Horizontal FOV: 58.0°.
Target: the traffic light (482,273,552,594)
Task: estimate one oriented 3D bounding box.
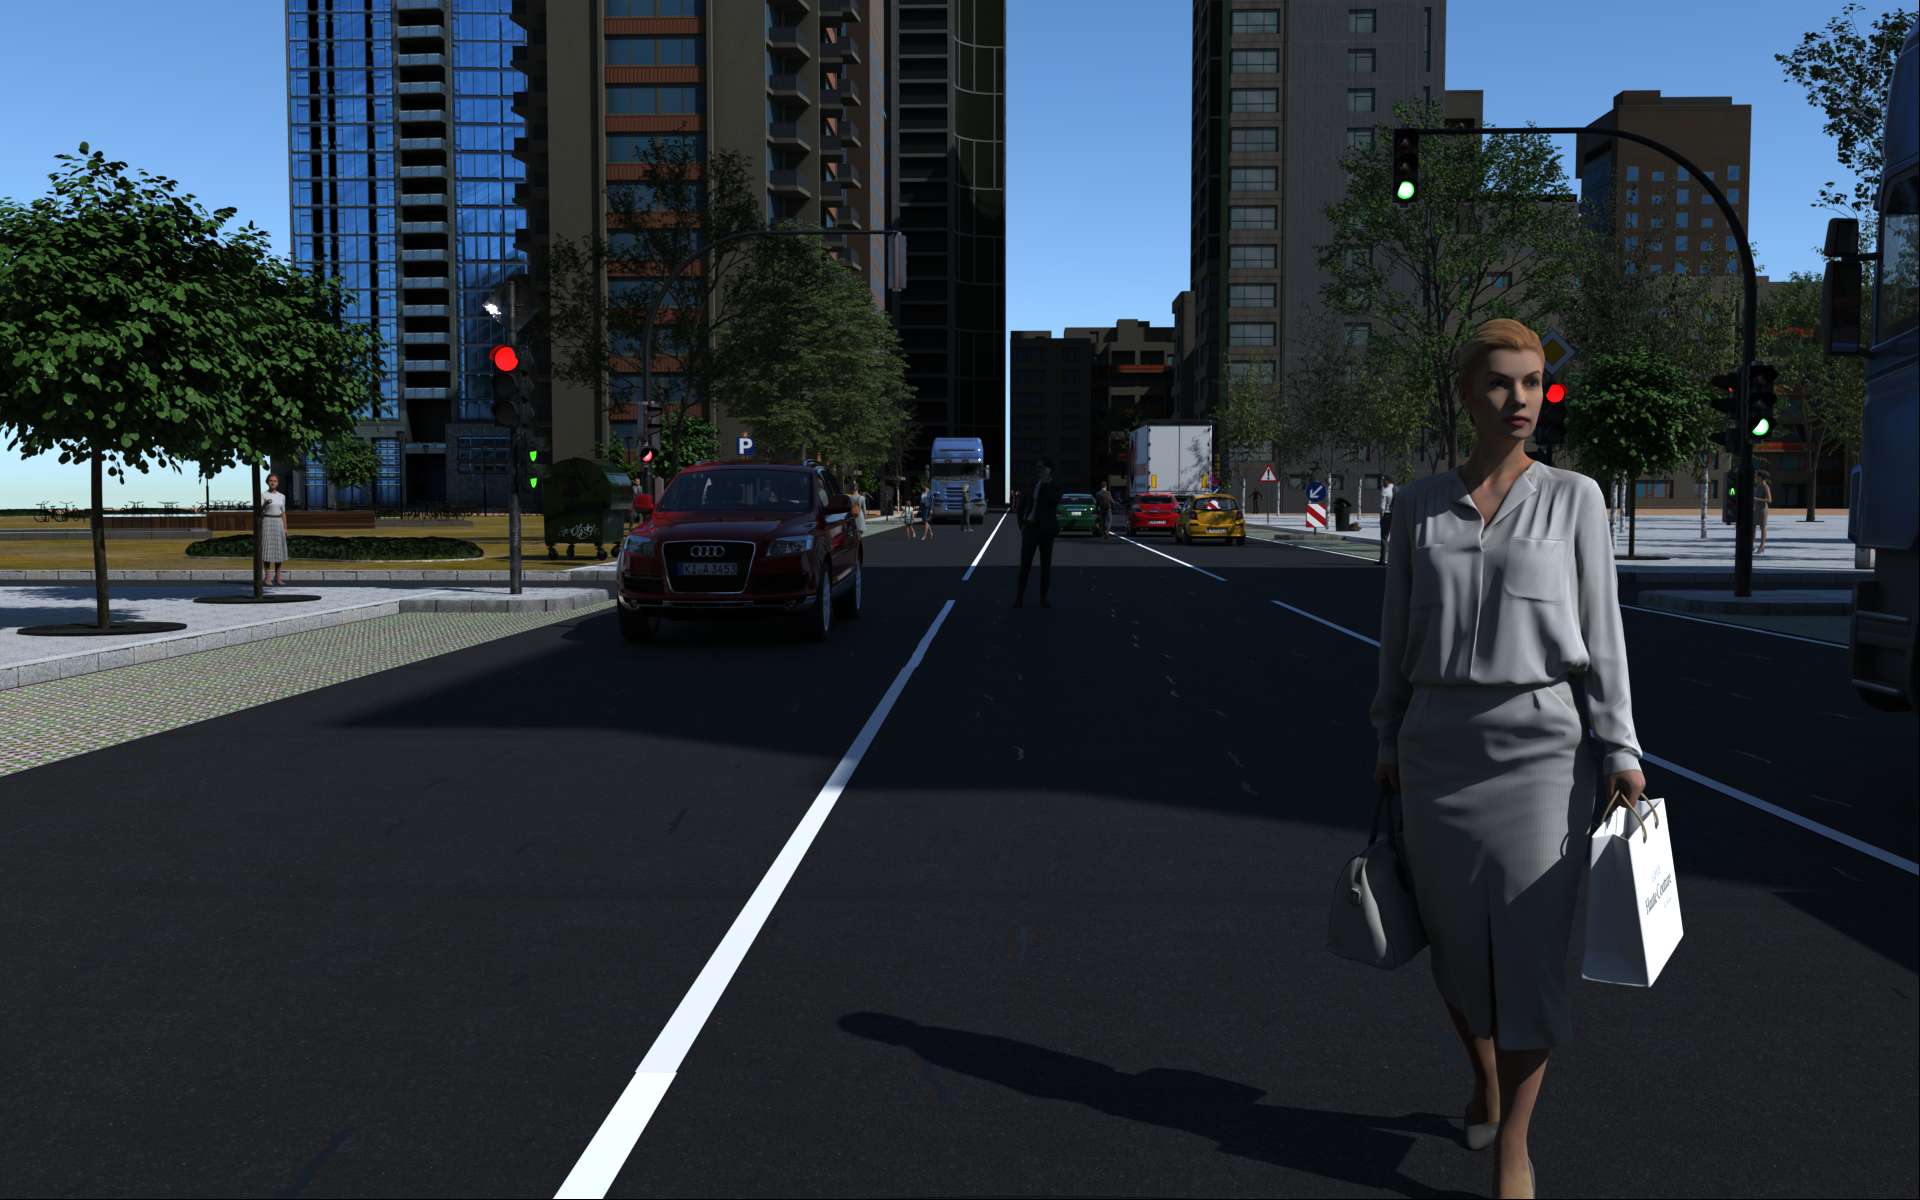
[{"bbox_3d":[-5.677,-2.029,22.095,0.839,4.253,0.868,0,4,2],"label":"traffic light"}]

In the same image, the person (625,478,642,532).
[{"bbox_3d":[-10.600,-3.096,56.765,0.694,1.812,0.767,-2,4,-31],"label":"person"}]

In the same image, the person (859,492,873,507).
[{"bbox_3d":[-6.166,-6.354,110.712,1.217,1.735,0.721,0,4,8],"label":"person"}]

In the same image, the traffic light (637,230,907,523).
[{"bbox_3d":[-3.316,-3.387,30.040,4.771,5.953,1.251,0,4,2],"label":"traffic light"}]

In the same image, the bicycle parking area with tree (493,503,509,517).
[{"bbox_3d":[-29.053,-6.925,100.222,9.016,4.147,8.231,-3,5,-41],"label":"bicycle parking area with tree"}]

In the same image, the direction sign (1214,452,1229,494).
[{"bbox_3d":[14.108,-6.204,93.439,0.876,3.537,0.379,-1,4,-17],"label":"direction sign"}]

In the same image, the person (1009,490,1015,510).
[{"bbox_3d":[4.592,-8.725,151.703,0.434,1.755,0.990,-1,4,-22],"label":"person"}]

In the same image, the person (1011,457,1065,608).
[{"bbox_3d":[0.994,-0.857,21.878,0.648,1.900,0.474,1,4,10],"label":"person"}]

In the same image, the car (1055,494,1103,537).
[{"bbox_3d":[3.886,-2.869,58.706,2.131,1.459,4.920,0,4,2],"label":"car"}]

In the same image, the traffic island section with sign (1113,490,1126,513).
[{"bbox_3d":[14.417,-9.190,158.878,1.989,1.847,2.006,0,4,2],"label":"traffic island section with sign"}]

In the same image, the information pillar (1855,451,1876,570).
[{"bbox_3d":[15.487,-1.528,29.475,0.304,2.012,0.304,-2,4,-23],"label":"information pillar"}]

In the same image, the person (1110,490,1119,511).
[{"bbox_3d":[12.757,-8.420,146.181,1.348,1.822,0.705,2,4,32],"label":"person"}]

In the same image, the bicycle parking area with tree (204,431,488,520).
[{"bbox_3d":[-28.049,-5.666,79.634,8.231,4.147,9.016,2,4,31],"label":"bicycle parking area with tree"}]

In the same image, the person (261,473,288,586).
[{"bbox_3d":[-10.730,-1.104,27.115,0.524,1.755,0.480,3,5,39],"label":"person"}]

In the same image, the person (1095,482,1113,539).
[{"bbox_3d":[4.612,-2.867,55.332,0.622,1.834,0.822,1,4,19],"label":"person"}]

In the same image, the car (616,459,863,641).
[{"bbox_3d":[-2.228,-0.607,18.593,2.281,1.827,5.304,0,4,2],"label":"car"}]

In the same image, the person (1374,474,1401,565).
[{"bbox_3d":[8.658,-1.593,34.639,0.679,1.850,0.850,-2,4,-31],"label":"person"}]

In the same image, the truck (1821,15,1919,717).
[{"bbox_3d":[5.164,-0.636,0.163,2.967,4.110,18.799,0,4,4],"label":"truck"}]

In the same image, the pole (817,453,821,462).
[{"bbox_3d":[-6.486,-5.242,79.554,0.158,3.312,0.155,0,3,0],"label":"pole"}]

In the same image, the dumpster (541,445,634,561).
[{"bbox_3d":[-7.375,-1.933,34.094,1.502,2.255,1.985,0,4,2],"label":"dumpster"}]

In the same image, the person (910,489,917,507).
[{"bbox_3d":[-4.772,-10.298,174.376,0.705,1.831,1.348,-2,4,-29],"label":"person"}]

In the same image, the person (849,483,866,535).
[{"bbox_3d":[-2.507,-1.961,41.567,0.512,1.701,0.522,0,4,-4],"label":"person"}]

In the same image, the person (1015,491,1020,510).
[{"bbox_3d":[5.267,-9.041,157.119,0.742,1.727,0.445,3,5,40],"label":"person"}]

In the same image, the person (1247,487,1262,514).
[{"bbox_3d":[19.018,-6.428,111.663,1.217,1.766,0.721,-2,4,-28],"label":"person"}]

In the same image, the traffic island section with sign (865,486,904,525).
[{"bbox_3d":[-3.394,-4.471,81.730,1.989,1.847,2.006,0,4,2],"label":"traffic island section with sign"}]

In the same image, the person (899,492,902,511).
[{"bbox_3d":[-4.543,-7.445,131.026,0.557,1.426,1.065,-1,4,-23],"label":"person"}]

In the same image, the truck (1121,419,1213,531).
[{"bbox_3d":[8.308,-4.991,70.518,2.839,4.237,11.283,0,4,1],"label":"truck"}]

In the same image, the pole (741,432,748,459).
[{"bbox_3d":[-7.071,-3.856,56.893,0.158,3.312,0.155,0,3,0],"label":"pole"}]

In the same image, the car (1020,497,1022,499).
[{"bbox_3d":[7.045,-10.152,175.573,1.945,1.707,3.694,0,4,1],"label":"car"}]

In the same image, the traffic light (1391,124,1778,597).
[{"bbox_3d":[7.682,-2.866,21.523,4.771,5.953,1.251,0,4,2],"label":"traffic light"}]

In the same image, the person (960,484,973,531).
[{"bbox_3d":[0.279,-3.539,66.544,0.526,1.800,0.537,0,4,-1],"label":"person"}]

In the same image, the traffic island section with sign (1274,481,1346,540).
[{"bbox_3d":[10.921,-2.794,54.309,1.989,1.847,2.006,0,4,2],"label":"traffic island section with sign"}]

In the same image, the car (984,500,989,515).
[{"bbox_3d":[0.968,-6.604,119.972,2.014,1.417,4.499,0,4,0],"label":"car"}]

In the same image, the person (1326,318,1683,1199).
[{"bbox_3d":[1.136,0.325,3.539,0.694,1.780,0.624,3,5,43],"label":"person"}]

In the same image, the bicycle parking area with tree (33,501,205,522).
[{"bbox_3d":[-38.139,-5.784,81.572,8.231,4.147,9.016,1,4,14],"label":"bicycle parking area with tree"}]

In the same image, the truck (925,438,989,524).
[{"bbox_3d":[-0.120,-6.043,88.569,2.967,4.110,18.799,0,3,0],"label":"truck"}]

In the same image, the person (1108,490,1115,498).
[{"bbox_3d":[14.336,-9.659,166.564,1.348,1.807,0.705,-1,4,-15],"label":"person"}]

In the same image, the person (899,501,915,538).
[{"bbox_3d":[-1.709,-2.618,56.325,0.505,1.210,0.382,-1,4,-8],"label":"person"}]

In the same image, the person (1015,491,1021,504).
[{"bbox_3d":[5.645,-9.686,167.391,0.750,1.759,0.617,0,4,3],"label":"person"}]

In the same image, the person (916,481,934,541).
[{"bbox_3d":[-1.001,-2.741,53.335,0.654,1.822,0.581,-3,4,-36],"label":"person"}]

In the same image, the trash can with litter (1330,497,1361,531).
[{"bbox_3d":[13.280,-2.946,59.555,1.055,1.170,0.624,-3,4,-36],"label":"trash can with litter"}]

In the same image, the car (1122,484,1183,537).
[{"bbox_3d":[6.631,-3.070,59.230,2.155,1.783,4.494,0,4,3],"label":"car"}]

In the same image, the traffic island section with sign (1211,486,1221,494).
[{"bbox_3d":[11.851,-4.490,82.034,1.989,1.847,2.006,0,4,2],"label":"traffic island section with sign"}]

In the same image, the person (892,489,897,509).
[{"bbox_3d":[-5.716,-8.850,151.449,0.721,1.735,1.217,2,4,29],"label":"person"}]

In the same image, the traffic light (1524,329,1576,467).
[{"bbox_3d":[10.044,-2.486,29.575,0.839,4.253,0.868,0,4,2],"label":"traffic light"}]

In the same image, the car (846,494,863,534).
[{"bbox_3d":[-4.337,-3.034,59.832,2.015,1.641,3.980,0,4,3],"label":"car"}]

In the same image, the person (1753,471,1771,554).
[{"bbox_3d":[17.159,-1.888,37.247,0.374,1.781,0.599,0,4,-1],"label":"person"}]

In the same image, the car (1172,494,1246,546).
[{"bbox_3d":[7.135,-2.411,49.643,2.015,1.641,3.980,0,4,2],"label":"car"}]

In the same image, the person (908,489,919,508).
[{"bbox_3d":[-4.364,-9.576,163.427,1.217,1.723,0.721,3,4,37],"label":"person"}]

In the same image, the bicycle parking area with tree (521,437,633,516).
[{"bbox_3d":[-17.491,-6.264,89.425,9.016,4.147,8.231,0,4,-3],"label":"bicycle parking area with tree"}]
